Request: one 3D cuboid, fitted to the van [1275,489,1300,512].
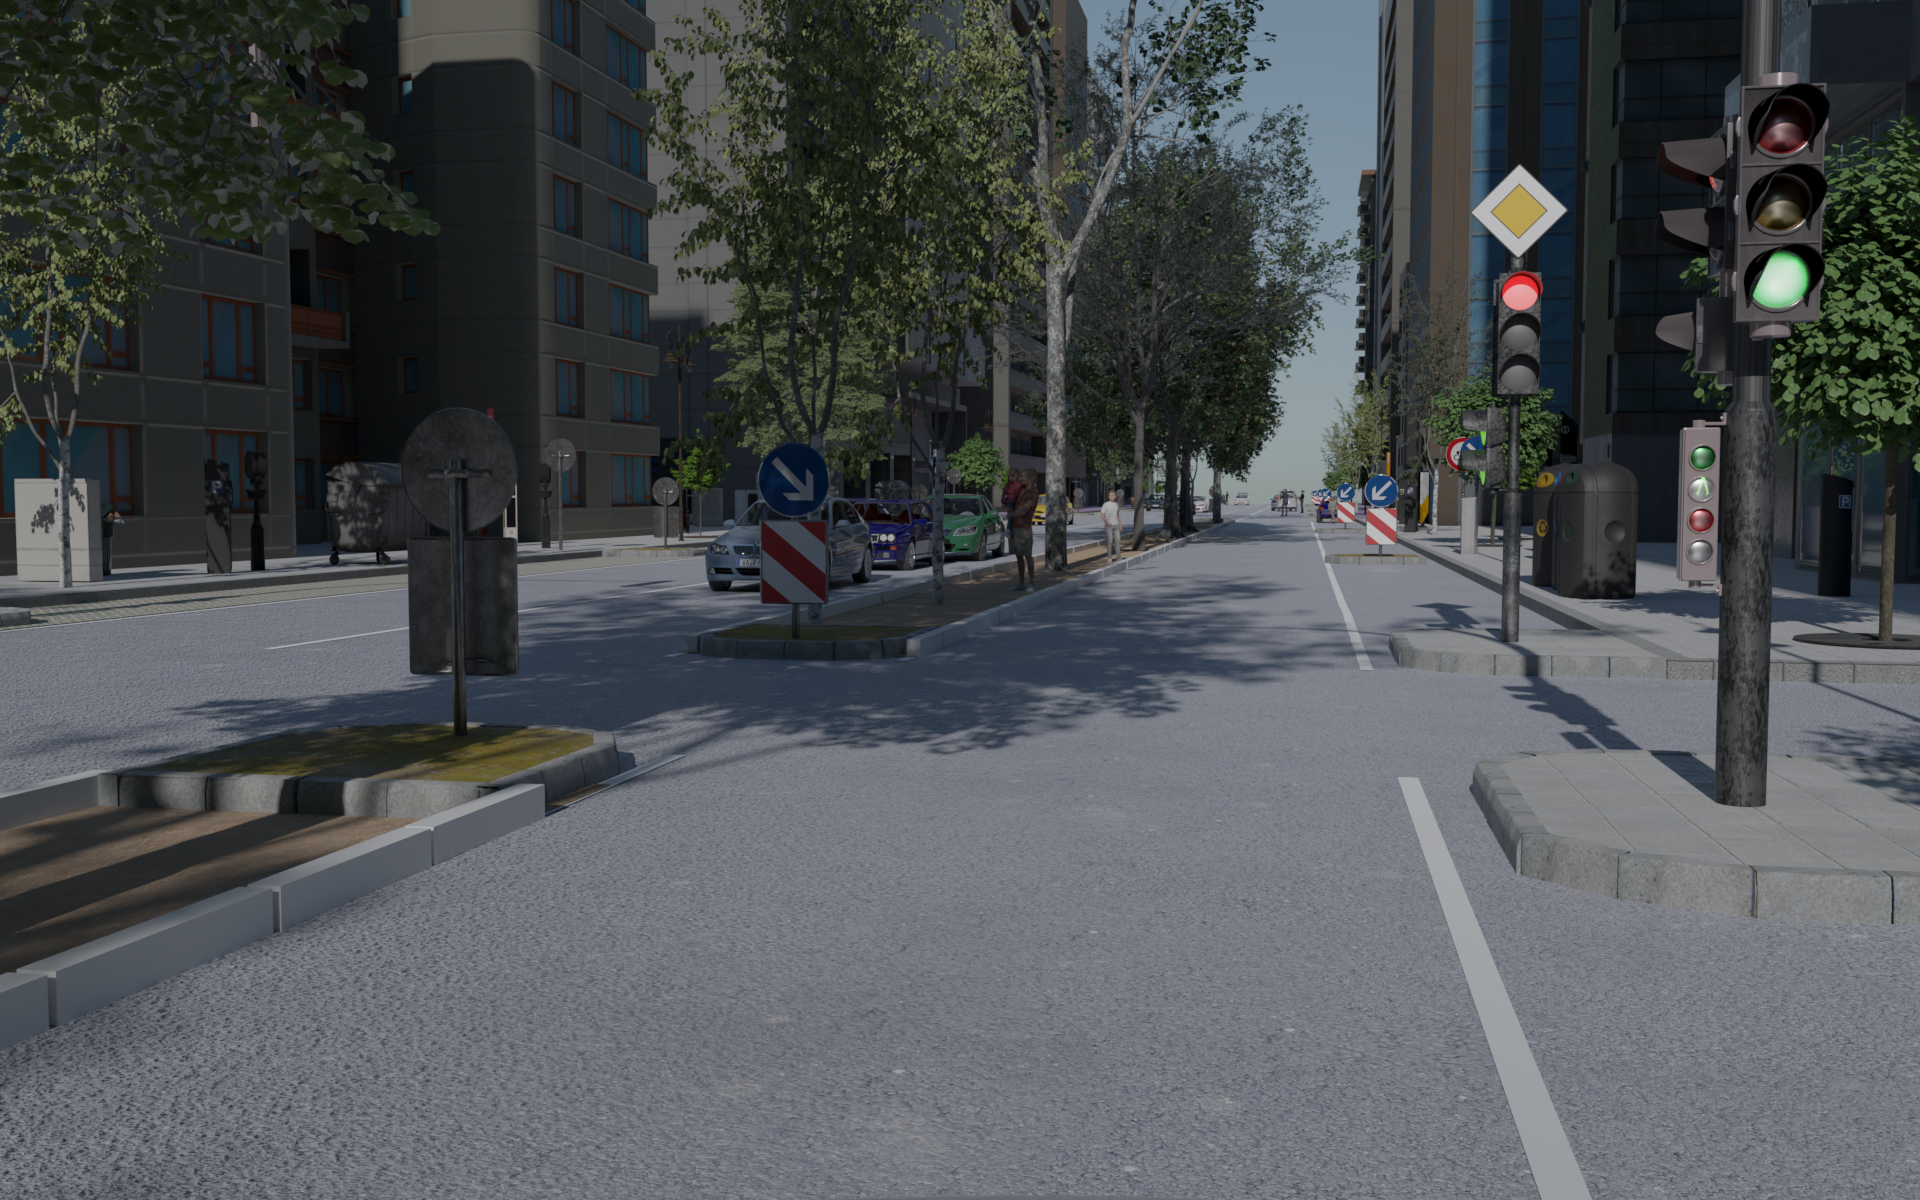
[{"bbox_3d":[26.916,-8.282,142.428,2.013,2.044,4.112,1,4,11],"label":"van"}]

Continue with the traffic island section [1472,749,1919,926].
[{"bbox_3d":[3.255,0.922,7.207,2.009,0.180,2.903,1,4,11],"label":"traffic island section"}]

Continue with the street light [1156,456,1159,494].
[{"bbox_3d":[23.283,-14.157,204.250,0.468,5.910,1.993,1,4,11],"label":"street light"}]

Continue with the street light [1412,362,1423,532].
[{"bbox_3d":[15.624,-5.281,59.140,0.468,5.910,1.993,1,4,11],"label":"street light"}]

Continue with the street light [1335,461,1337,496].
[{"bbox_3d":[40.902,-13.155,187.872,0.468,5.910,1.993,1,4,11],"label":"street light"}]

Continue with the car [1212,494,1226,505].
[{"bbox_3d":[35.381,-13.850,236.226,2.009,1.686,4.222,1,4,10],"label":"car"}]

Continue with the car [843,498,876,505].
[{"bbox_3d":[-2.925,-1.955,44.548,1.945,1.354,3.894,1,4,11],"label":"car"}]

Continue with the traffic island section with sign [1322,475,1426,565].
[{"bbox_3d":[8.605,-1.673,35.978,1.989,1.847,2.006,1,4,11],"label":"traffic island section with sign"}]

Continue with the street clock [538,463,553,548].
[{"bbox_3d":[-9.790,-2.223,40.910,0.358,2.002,0.471,0,4,-8],"label":"street clock"}]

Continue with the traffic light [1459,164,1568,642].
[{"bbox_3d":[4.760,-1.591,14.935,0.839,4.253,0.868,1,4,11],"label":"traffic light"}]

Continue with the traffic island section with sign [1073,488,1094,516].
[{"bbox_3d":[7.920,-6.552,115.755,1.989,1.847,2.006,1,4,11],"label":"traffic island section with sign"}]

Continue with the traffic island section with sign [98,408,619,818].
[{"bbox_3d":[-2.781,-0.030,8.635,2.006,1.907,1.989,1,4,11],"label":"traffic island section with sign"}]

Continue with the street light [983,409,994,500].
[{"bbox_3d":[1.557,-7.403,93.819,0.468,5.910,1.993,1,4,11],"label":"street light"}]

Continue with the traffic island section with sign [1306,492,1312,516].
[{"bbox_3d":[23.762,-6.381,112.956,1.989,1.847,2.006,1,4,11],"label":"traffic island section with sign"}]

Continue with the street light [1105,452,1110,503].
[{"bbox_3d":[12.676,-10.852,150.224,0.468,5.910,1.993,1,4,11],"label":"street light"}]

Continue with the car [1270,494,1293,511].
[{"bbox_3d":[27.479,-8.305,147.790,2.014,1.417,4.499,1,4,12],"label":"car"}]

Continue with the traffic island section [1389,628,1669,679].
[{"bbox_3d":[4.797,0.443,15.042,2.009,0.180,2.903,1,4,11],"label":"traffic island section"}]

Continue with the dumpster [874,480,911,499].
[{"bbox_3d":[-2.833,-4.064,72.199,1.264,1.857,1.865,1,4,11],"label":"dumpster"}]

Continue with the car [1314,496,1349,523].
[{"bbox_3d":[18.760,-4.537,86.764,1.945,1.354,3.894,1,4,10],"label":"car"}]

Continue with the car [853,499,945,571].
[{"bbox_3d":[-1.469,-1.292,33.712,1.945,1.354,3.894,1,4,12],"label":"car"}]

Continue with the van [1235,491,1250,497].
[{"bbox_3d":[39.088,-14.218,239.470,2.013,2.044,4.112,1,4,12],"label":"van"}]

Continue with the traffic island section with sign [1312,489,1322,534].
[{"bbox_3d":[13.980,-3.345,63.324,1.989,1.847,2.006,1,4,11],"label":"traffic island section with sign"}]

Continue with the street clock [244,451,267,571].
[{"bbox_3d":[-11.799,-1.497,29.050,0.358,2.002,0.471,-3,4,-39],"label":"street clock"}]

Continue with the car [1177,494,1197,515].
[{"bbox_3d":[15.539,-6.782,120.667,2.009,1.686,4.222,1,4,9],"label":"car"}]

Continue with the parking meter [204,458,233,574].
[{"bbox_3d":[-11.922,-1.356,27.886,0.399,1.863,0.255,-1,4,-17],"label":"parking meter"}]

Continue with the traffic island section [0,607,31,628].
[{"bbox_3d":[-11.285,0.249,18.202,2.009,0.180,2.903,1,4,11],"label":"traffic island section"}]

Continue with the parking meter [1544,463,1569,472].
[{"bbox_3d":[11.178,-1.637,32.474,0.399,1.863,0.255,3,4,38],"label":"parking meter"}]

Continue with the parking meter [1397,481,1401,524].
[{"bbox_3d":[18.762,-4.138,73.370,0.255,1.863,0.399,2,4,24],"label":"parking meter"}]

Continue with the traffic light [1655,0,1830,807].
[{"bbox_3d":[1.148,-2.000,7.363,4.771,5.953,1.251,1,4,11],"label":"traffic light"}]

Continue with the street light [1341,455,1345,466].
[{"bbox_3d":[36.078,-11.635,163.025,0.468,5.910,1.993,1,4,11],"label":"street light"}]

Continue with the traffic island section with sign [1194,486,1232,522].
[{"bbox_3d":[13.168,-4.984,89.631,2.006,1.907,1.989,1,4,11],"label":"traffic island section with sign"}]

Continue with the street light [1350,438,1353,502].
[{"bbox_3d":[30.465,-9.908,134.781,0.468,5.910,1.993,1,4,11],"label":"street light"}]

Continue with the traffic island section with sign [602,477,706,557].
[{"bbox_3d":[-6.975,-1.923,40.062,1.989,1.847,2.006,1,4,11],"label":"traffic island section with sign"}]

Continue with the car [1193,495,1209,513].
[{"bbox_3d":[18.173,-7.411,133.529,2.083,1.381,4.827,1,4,13],"label":"car"}]

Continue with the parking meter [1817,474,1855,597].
[{"bbox_3d":[10.993,-0.815,21.739,0.372,1.533,0.369,0,3,0],"label":"parking meter"}]

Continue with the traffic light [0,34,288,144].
[{"bbox_3d":[-9.178,-2.631,17.690,4.771,5.953,1.251,1,4,11],"label":"traffic light"}]

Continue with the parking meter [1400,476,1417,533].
[{"bbox_3d":[14.989,-3.177,57.662,0.399,1.863,0.255,2,4,26],"label":"parking meter"}]

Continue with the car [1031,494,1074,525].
[{"bbox_3d":[4.241,-4.270,80.044,2.015,1.641,3.980,1,4,10],"label":"car"}]

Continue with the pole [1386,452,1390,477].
[{"bbox_3d":[20.853,-5.541,84.438,0.158,3.312,0.155,0,3,0],"label":"pole"}]

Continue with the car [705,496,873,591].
[{"bbox_3d":[-2.554,-0.916,26.977,2.014,1.417,4.499,1,4,10],"label":"car"}]

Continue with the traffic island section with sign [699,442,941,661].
[{"bbox_3d":[-1.341,-0.475,15.901,2.006,1.907,1.989,1,4,11],"label":"traffic island section with sign"}]

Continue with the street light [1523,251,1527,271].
[{"bbox_3d":[10.011,-3.567,31.111,0.468,5.910,1.993,1,4,11],"label":"street light"}]

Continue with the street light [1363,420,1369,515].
[{"bbox_3d":[24.920,-8.170,106.362,0.468,5.910,1.993,1,4,11],"label":"street light"}]

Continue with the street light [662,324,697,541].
[{"bbox_3d":[-7.611,-4.547,47.136,0.468,5.910,1.993,1,4,11],"label":"street light"}]

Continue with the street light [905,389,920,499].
[{"bbox_3d":[-2.122,-6.263,75.189,0.468,5.910,1.993,1,4,11],"label":"street light"}]

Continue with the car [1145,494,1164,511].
[{"bbox_3d":[16.491,-8.268,144.968,2.009,1.686,4.222,1,4,10],"label":"car"}]

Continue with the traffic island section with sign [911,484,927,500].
[{"bbox_3d":[-1.645,-3.578,67.126,1.989,1.847,2.006,1,4,11],"label":"traffic island section with sign"}]

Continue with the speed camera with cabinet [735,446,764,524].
[{"bbox_3d":[-8.261,-4.635,70.124,0.660,3.252,2.038,2,4,31],"label":"speed camera with cabinet"}]

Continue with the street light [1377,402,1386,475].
[{"bbox_3d":[21.205,-6.996,87.175,0.468,5.910,1.993,1,4,11],"label":"street light"}]

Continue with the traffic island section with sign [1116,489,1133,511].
[{"bbox_3d":[13.199,-8.189,142.525,1.989,1.847,2.006,1,4,11],"label":"traffic island section with sign"}]

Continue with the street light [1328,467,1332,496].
[{"bbox_3d":[46.347,-14.871,215.934,0.468,5.910,1.993,1,4,11],"label":"street light"}]

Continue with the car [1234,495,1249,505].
[{"bbox_3d":[36.802,-13.083,226.271,2.083,1.381,4.827,1,4,12],"label":"car"}]

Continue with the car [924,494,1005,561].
[{"bbox_3d":[-0.125,-1.634,38.515,2.131,1.459,4.920,1,4,10],"label":"car"}]
